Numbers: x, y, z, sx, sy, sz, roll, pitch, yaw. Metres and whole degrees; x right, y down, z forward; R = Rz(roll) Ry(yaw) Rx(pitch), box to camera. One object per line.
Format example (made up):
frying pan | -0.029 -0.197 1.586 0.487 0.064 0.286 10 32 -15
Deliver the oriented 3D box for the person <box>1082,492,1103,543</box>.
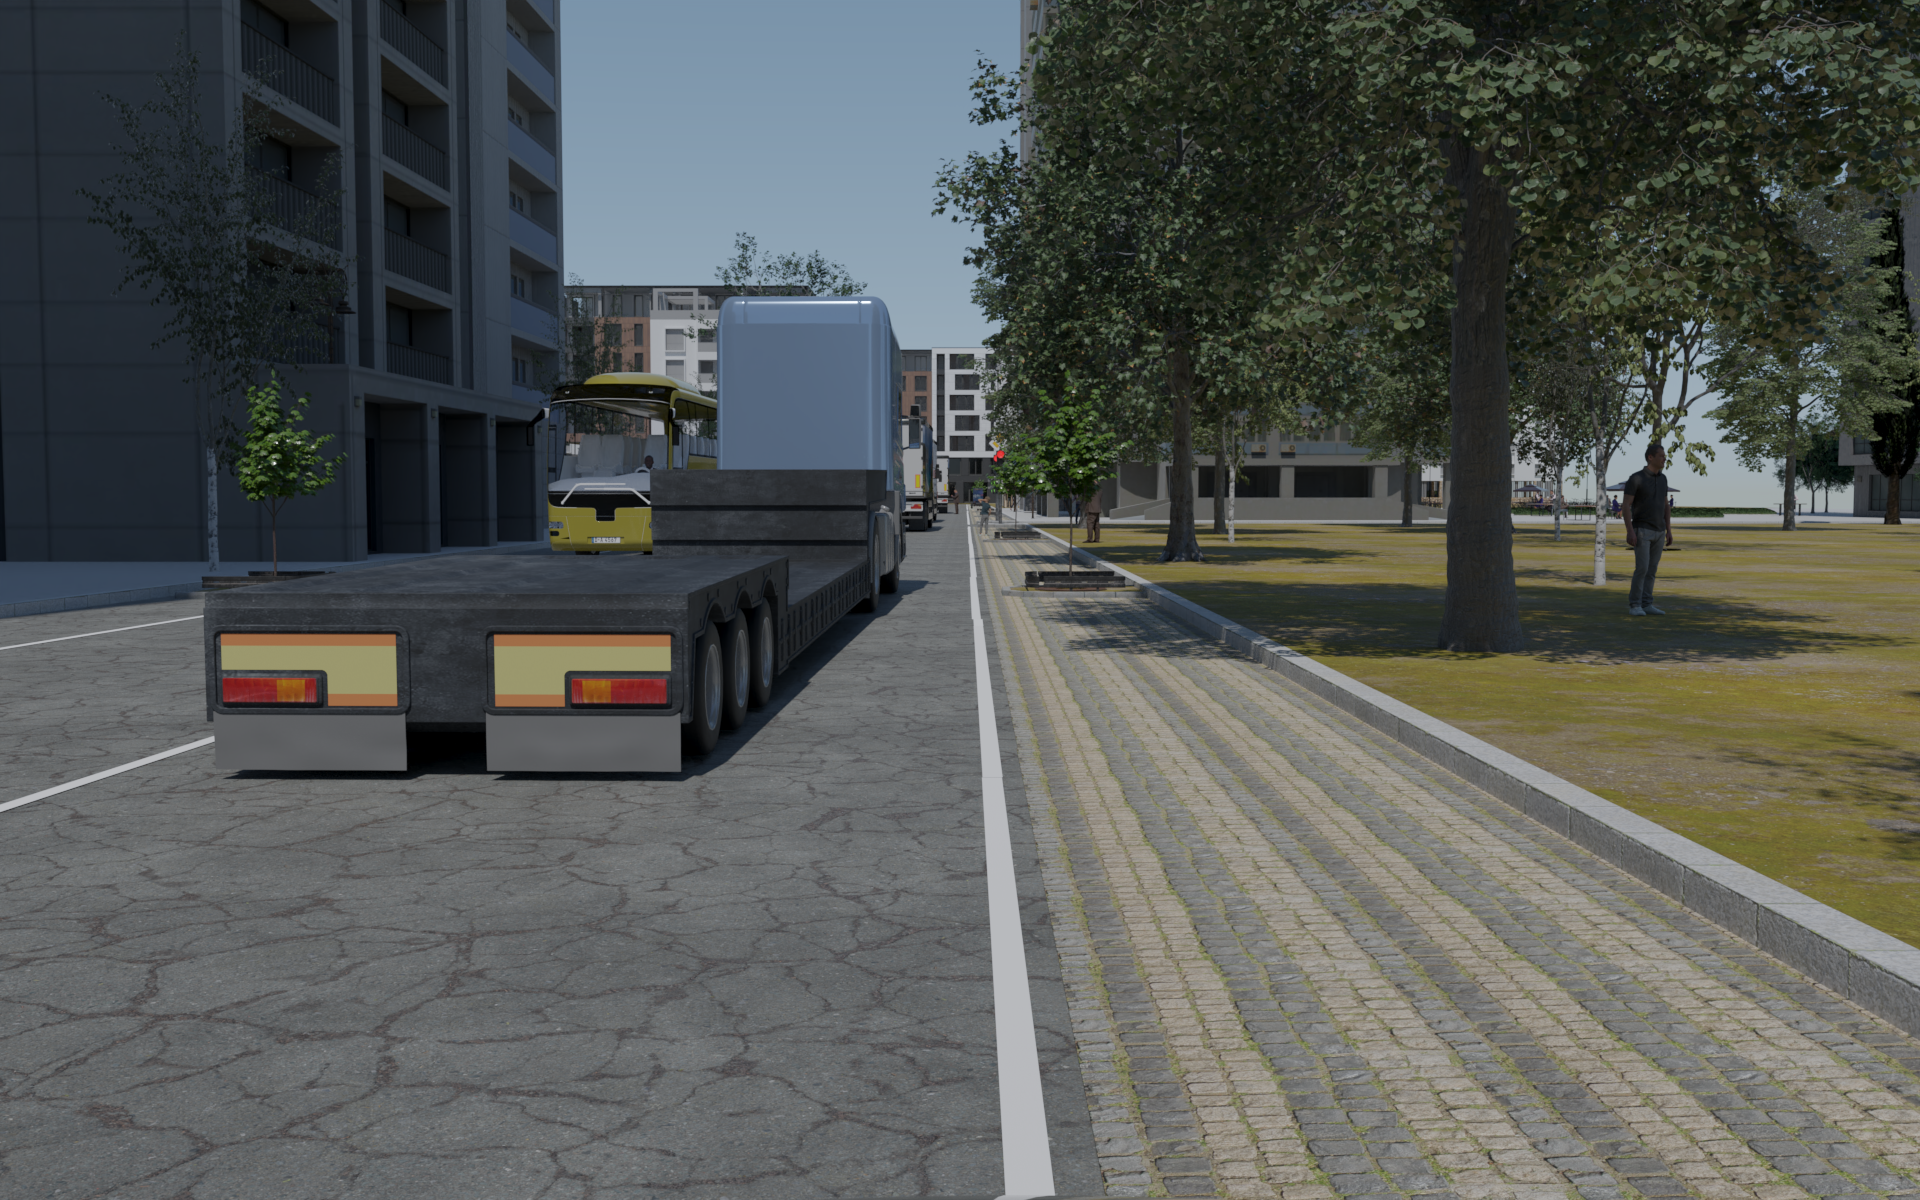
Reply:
person | 3.442 -2.373 45.527 0.600 1.739 0.565 0 4 7

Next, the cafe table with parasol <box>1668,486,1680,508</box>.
cafe table with parasol | 50.329 -7.291 124.074 2.610 1.966 2.610 -2 4 -28

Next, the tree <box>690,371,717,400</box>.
tree | -14.804 -9.208 100.910 4.737 8.622 4.395 0 3 0

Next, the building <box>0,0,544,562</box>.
building | -21.644 -36.859 40.899 20.563 71.187 20.611 0 4 0

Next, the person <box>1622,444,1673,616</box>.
person | 7.319 -0.747 18.381 0.598 1.807 0.434 -1 4 -12

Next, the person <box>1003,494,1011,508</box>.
person | 4.701 -9.684 164.381 1.348 1.822 0.705 -1 4 -21

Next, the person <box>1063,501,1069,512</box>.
person | 7.447 -7.060 122.196 0.841 1.734 0.376 -1 4 -15

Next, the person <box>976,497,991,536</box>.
person | 0.814 -2.861 59.192 0.435 1.345 0.340 -2 4 -28

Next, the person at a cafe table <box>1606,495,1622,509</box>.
person at a cafe table | 40.509 -5.946 108.073 1.698 1.238 1.726 3 4 38

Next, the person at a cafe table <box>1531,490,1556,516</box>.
person at a cafe table | 33.921 -5.605 100.157 1.622 1.524 1.698 -1 4 -8

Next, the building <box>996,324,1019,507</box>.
building | 11.951 -19.397 173.559 16.016 20.091 11.380 0 4 0

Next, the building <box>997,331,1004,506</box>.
building | 12.837 -20.126 195.510 16.747 18.905 31.486 0 4 0

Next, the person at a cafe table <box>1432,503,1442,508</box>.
person at a cafe table | 29.539 -5.721 104.406 1.726 1.238 1.698 2 4 29

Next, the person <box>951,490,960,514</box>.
person | -0.320 -6.991 123.482 0.600 1.739 0.565 -2 4 -28

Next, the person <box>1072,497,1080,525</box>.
person | 4.975 -3.924 72.156 0.963 1.587 0.435 -2 4 -24

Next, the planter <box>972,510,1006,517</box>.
planter | 1.875 -5.319 108.098 1.991 0.319 1.994 0 4 0

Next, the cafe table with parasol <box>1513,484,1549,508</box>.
cafe table with parasol | 38.676 -6.879 117.337 2.610 1.966 2.610 0 3 0

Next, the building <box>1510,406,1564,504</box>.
building | 70.747 -22.608 226.055 11.380 20.091 16.016 0 4 0

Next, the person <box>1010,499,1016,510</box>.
person | 4.214 -7.773 135.679 0.613 1.512 0.480 -3 5 -44

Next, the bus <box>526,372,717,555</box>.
bus | -6.545 -2.885 38.720 2.896 3.916 12.252 0 4 2

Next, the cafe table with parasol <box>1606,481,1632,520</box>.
cafe table with parasol | 33.736 -5.063 87.650 2.610 1.966 2.610 -3 5 -43

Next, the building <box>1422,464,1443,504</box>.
building | 58.808 -22.597 225.885 11.380 20.091 16.016 0 4 0

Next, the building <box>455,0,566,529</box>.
building | -29.369 -31.776 61.529 28.212 58.520 21.231 0 4 0

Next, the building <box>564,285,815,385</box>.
building | -25.296 -20.915 185.937 27.936 21.610 32.646 0 4 0

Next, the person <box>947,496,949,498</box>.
person | -1.629 -11.774 200.633 0.705 1.869 1.348 3 4 37

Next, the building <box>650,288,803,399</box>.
building | -20.183 -18.784 163.537 16.016 20.091 11.380 0 4 0

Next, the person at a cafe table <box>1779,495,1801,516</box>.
person at a cafe table | 48.857 -5.709 101.853 1.698 1.524 1.622 2 4 31

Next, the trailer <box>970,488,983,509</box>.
trailer | 1.754 -9.914 169.147 1.471 1.999 3.904 0 4 0

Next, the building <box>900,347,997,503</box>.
building | -6.047 -25.138 254.978 32.646 21.610 27.936 0 4 0

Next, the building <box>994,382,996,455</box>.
building | 12.529 -22.740 228.225 16.016 20.091 11.380 0 4 0

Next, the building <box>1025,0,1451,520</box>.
building | 16.023 -24.931 99.506 23.993 40.220 32.217 0 4 0

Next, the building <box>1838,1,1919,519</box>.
building | 55.917 -19.418 89.181 14.107 30.474 14.160 0 4 0

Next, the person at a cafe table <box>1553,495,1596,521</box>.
person at a cafe table | 29.815 -4.502 84.469 1.726 1.238 1.698 0 4 -3

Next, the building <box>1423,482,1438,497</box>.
building | 58.170 -23.415 249.291 31.486 18.905 16.747 0 4 0

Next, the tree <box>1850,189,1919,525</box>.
tree | 44.507 -10.266 69.675 18.604 14.587 13.155 -2 4 -25

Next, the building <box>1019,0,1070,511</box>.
building | 15.393 -36.669 141.540 21.231 58.520 28.212 0 4 0
